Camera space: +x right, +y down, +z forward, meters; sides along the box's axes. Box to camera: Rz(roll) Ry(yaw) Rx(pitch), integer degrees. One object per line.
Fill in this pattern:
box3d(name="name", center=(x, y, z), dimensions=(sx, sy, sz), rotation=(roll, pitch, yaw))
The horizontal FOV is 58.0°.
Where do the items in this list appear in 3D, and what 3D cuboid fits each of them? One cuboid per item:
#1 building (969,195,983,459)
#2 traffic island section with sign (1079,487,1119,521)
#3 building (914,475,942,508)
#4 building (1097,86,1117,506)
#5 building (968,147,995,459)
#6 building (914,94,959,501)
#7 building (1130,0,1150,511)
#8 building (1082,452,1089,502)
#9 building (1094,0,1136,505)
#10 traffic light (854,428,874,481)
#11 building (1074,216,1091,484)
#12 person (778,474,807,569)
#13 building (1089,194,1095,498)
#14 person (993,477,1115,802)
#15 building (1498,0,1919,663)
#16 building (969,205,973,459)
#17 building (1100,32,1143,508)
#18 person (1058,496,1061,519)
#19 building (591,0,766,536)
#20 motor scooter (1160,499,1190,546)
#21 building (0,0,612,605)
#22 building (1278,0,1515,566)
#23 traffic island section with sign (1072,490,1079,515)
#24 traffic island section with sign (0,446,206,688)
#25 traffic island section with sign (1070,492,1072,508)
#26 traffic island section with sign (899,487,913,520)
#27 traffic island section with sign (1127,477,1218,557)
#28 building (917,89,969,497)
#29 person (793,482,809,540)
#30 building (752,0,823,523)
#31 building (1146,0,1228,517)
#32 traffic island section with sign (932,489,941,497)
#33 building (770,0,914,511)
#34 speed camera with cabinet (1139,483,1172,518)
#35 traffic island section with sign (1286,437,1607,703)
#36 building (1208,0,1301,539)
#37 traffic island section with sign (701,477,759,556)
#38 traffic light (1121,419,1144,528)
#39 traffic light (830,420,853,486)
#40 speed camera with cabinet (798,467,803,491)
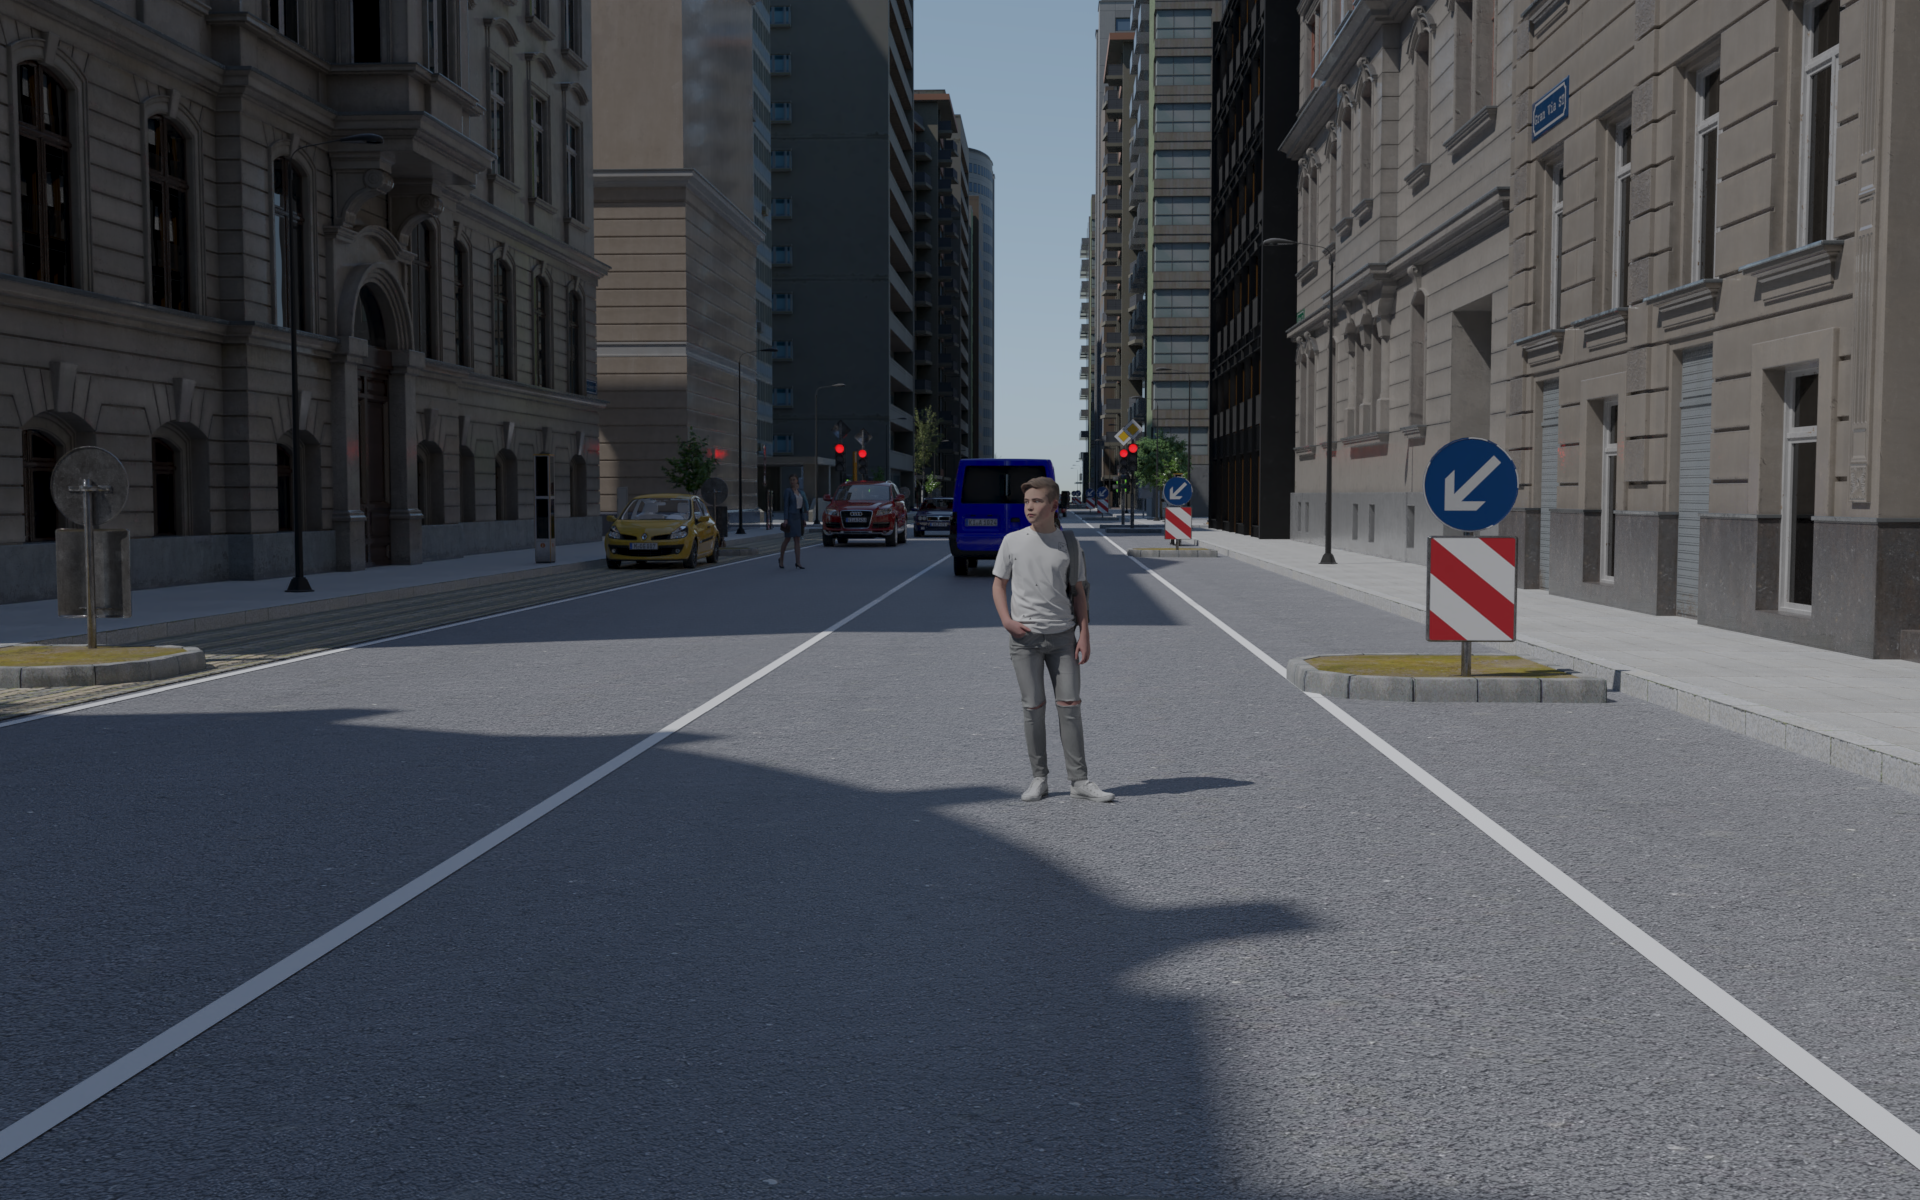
box3d(name="building", center=(-3.873, -36.856, 252.704), dimensions=(14.600, 45.320, 14.200), rotation=(0, 4, 3))
box3d(name="traffic island section with sign", center=(7.655, -5.253, 94.508), dimensions=(1.989, 1.847, 2.006), rotation=(0, 4, 3))
box3d(name="building", center=(-18.062, -28.691, 160.975), dimensions=(32.217, 40.220, 23.993), rotation=(0, 4, 3))
box3d(name="building", center=(22.210, -32.807, 186.508), dimensions=(14.600, 45.320, 14.200), rotation=(0, 4, 3))
box3d(name="building", center=(-5.139, -45.706, 289.297), dimensions=(21.231, 58.520, 28.212), rotation=(0, 4, 3))
box3d(name="building", center=(-11.565, -32.556, 186.921), dimensions=(22.147, 44.769, 28.867), rotation=(0, 4, 3))
box3d(name="building", center=(24.326, -31.285, 131.114), dimensions=(23.786, 49.044, 30.456), rotation=(0, 4, 3))
box3d(name="building", center=(29.862, -57.873, 258.887), dimensions=(22.319, 86.520, 31.000), rotation=(0, 4, 3))
box3d(name="building", center=(26.731, -40.724, 207.840), dimensions=(21.231, 58.520, 28.212), rotation=(0, 4, 3))
box3d(name="traffic light", center=(-4.067, -5.154, 73.187), dimensions=(0.839, 4.253, 0.868), rotation=(0, 4, 3))
box3d(name="building", center=(31.286, -41.044, 290.669), dimensions=(23.786, 49.044, 30.456), rotation=(0, 4, 3))
box3d(name="person", center=(-3.225, -1.514, 33.270), dimensions=(0.581, 1.822, 0.654), rotation=(-3, 4, -37))
box3d(name="building", center=(24.825, -33.892, 237.724), dimensions=(14.154, 41.232, 14.086), rotation=(0, 4, 3))
box3d(name="person", center=(0.436, 0.182, 8.121), dimensions=(0.503, 1.515, 0.523), rotation=(-2, 4, -33))
box3d(name="building", center=(12.664, -13.100, 11.451), dimensions=(12.463, 27.353, 25.104), rotation=(0, 4, 3))
box3d(name="building", center=(-5.550, -33.956, 238.779), dimensions=(14.154, 41.232, 14.086), rotation=(0, 4, 3))
box3d(name="building", center=(24.645, -31.156, 164.028), dimensions=(22.147, 44.769, 28.867), rotation=(0, 4, 3))
box3d(name="person", center=(5.532, -5.534, 99.212), dimensions=(0.641, 1.798, 0.478), rotation=(2, 4, 25))
box3d(name="building", center=(-17.527, -16.669, 58.448), dimensions=(20.117, 28.700, 13.634), rotation=(0, 4, 3))
box3d(name="motor scooter", center=(6.004, -2.171, 48.276), dimensions=(0.815, 1.314, 1.986), rotation=(0, 4, 1))
box3d(name="building", center=(-15.723, -12.882, 29.699), dimensions=(14.460, 24.649, 34.723), rotation=(0, 4, 3))
box3d(name="building", center=(14.792, -15.190, 35.745), dimensions=(14.401, 28.519, 23.554), rotation=(0, 4, 3))
box3d(name="traffic island section with sign", center=(9.017, -6.899, 121.429), dimensions=(1.989, 1.847, 2.006), rotation=(0, 4, 3))
box3d(name="traffic island section with sign", center=(-7.149, -0.306, 13.639), dimensions=(1.989, 1.847, 2.006), rotation=(0, 4, 3))
box3d(name="traffic island section with sign", center=(11.607, -10.000, 172.127), dimensions=(1.989, 1.847, 2.006), rotation=(0, 4, 3))
box3d(name="traffic island section with sign", center=(-3.009, -5.267, 94.747), dimensions=(1.989, 1.847, 2.006), rotation=(0, 4, 3))
box3d(name="traffic island section with sign", center=(4.884, -1.927, 40.130), dimensions=(1.989, 1.847, 2.006), rotation=(0, 4, 3))
box3d(name="building", center=(-10.032, -35.978, 211.948), dimensions=(21.300, 48.544, 21.600), rotation=(0, 4, 3))
box3d(name="person", center=(-5.060, -2.792, 54.172), dimensions=(0.660, 1.820, 0.620), rotation=(-1, 4, -9))
box3d(name="building", center=(-22.414, -24.042, 84.975), dimensions=(32.217, 40.220, 23.993), rotation=(0, 4, 3))
box3d(name="building", center=(17.996, -25.555, 101.421), dimensions=(14.154, 41.232, 14.086), rotation=(0, 4, 3))
box3d(name="traffic island section with sign", center=(-1.625, -6.937, 122.049), dimensions=(1.989, 1.847, 2.006), rotation=(0, 4, 3))
box3d(name="building", center=(-14.641, -30.409, 120.882), dimensions=(21.300, 48.544, 21.600), rotation=(0, 4, 3))
box3d(name="speed camera with cabinet", center=(10.670, -6.051, 93.265), dimensions=(2.038, 3.252, 0.660), rotation=(0, 4, -6))
box3d(name="traffic island section with sign", center=(3.493, -0.259, 12.856), dimensions=(1.989, 1.847, 2.006), rotation=(0, 4, 3))
box3d(name="building", center=(15.023, -13.834, 55.867), dimensions=(12.332, 23.373, 15.834), rotation=(0, 4, 3))
box3d(name="traffic island section with sign", center=(-5.784, -1.953, 40.560), dimensions=(1.989, 1.847, 2.006), rotation=(0, 4, 3))
box3d(name="traffic light", center=(6.424, -4.633, 64.675), dimensions=(0.839, 4.253, 0.868), rotation=(0, 4, 3))
box3d(name="traffic light", center=(-4.474, -4.666, 65.212), dimensions=(0.839, 4.253, 0.868), rotation=(0, 4, 3))
box3d(name="speed camera with cabinet", center=(-8.223, -6.343, 98.050), dimensions=(2.038, 3.252, 0.660), rotation=(0, 4, 0))
